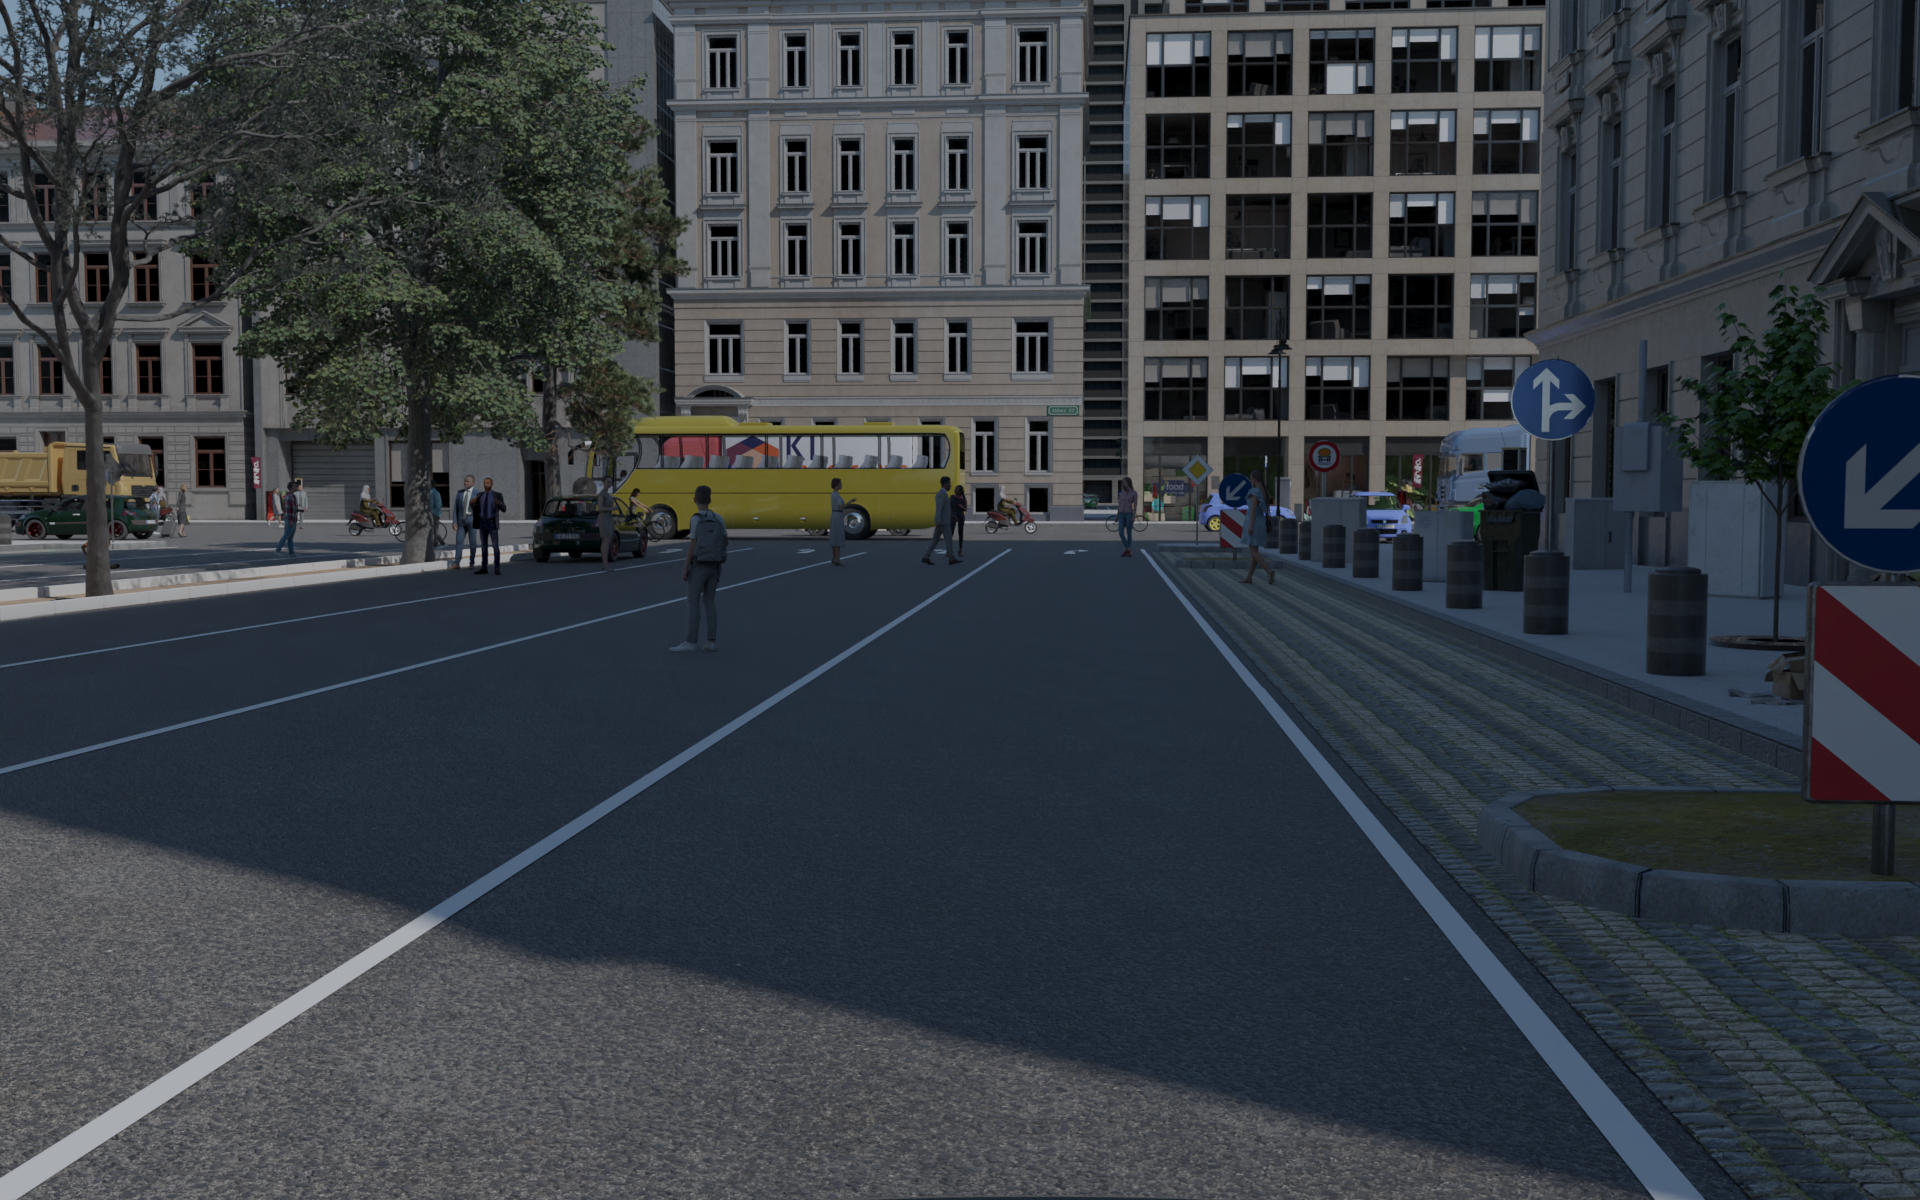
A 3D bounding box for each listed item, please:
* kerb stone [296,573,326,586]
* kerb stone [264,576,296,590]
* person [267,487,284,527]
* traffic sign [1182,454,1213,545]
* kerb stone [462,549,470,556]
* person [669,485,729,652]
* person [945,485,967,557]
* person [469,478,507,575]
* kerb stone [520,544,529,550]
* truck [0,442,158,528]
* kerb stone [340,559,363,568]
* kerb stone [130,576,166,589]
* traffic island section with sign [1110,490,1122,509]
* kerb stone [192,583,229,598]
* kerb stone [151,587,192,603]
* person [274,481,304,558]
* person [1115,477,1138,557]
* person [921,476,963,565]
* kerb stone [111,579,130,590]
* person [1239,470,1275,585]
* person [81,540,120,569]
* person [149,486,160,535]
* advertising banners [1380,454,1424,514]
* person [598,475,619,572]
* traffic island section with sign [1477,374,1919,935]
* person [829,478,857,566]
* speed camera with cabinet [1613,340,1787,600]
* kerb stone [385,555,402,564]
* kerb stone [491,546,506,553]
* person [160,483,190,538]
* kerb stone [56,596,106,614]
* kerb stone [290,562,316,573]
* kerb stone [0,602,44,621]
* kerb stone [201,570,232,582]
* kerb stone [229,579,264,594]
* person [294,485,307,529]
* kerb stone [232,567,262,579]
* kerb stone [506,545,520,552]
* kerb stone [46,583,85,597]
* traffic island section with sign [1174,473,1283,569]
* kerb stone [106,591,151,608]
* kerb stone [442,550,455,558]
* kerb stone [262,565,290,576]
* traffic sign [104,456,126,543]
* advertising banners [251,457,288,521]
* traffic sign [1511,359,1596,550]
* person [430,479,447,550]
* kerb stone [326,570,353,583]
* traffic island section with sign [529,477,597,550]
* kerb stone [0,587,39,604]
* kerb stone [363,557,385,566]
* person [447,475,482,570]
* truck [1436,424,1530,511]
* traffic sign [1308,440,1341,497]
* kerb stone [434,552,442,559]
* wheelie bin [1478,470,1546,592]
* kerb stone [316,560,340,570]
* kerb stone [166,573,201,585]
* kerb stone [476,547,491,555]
[{"bbox_3d":[-10.318,-0.310,27.313,0.120,0.150,1.000,0,4,4],"label":"kerb stone"},{"bbox_3d":[-10.405,-0.250,26.290,0.120,0.150,1.000,0,4,4],"label":"kerb stone"},{"bbox_3d":[-29.425,-3.989,74.478,0.466,1.731,0.760,2,4,28],"label":"person"},{"bbox_3d":[5.968,-2.442,43.576,0.795,2.450,0.064,0,4,4],"label":"traffic sign"},{"bbox_3d":[-11.443,-1.079,39.839,0.120,0.150,1.000,0,4,4],"label":"kerb stone"},{"bbox_3d":[-2.358,-0.288,15.800,0.523,1.515,0.503,0,4,8],"label":"person"},{"bbox_3d":[-0.096,-1.818,39.689,0.593,1.643,0.415,-3,5,-43],"label":"person"},{"bbox_3d":[-8.378,-1.308,30.702,0.655,1.722,0.431,1,4,14],"label":"person"},{"bbox_3d":[-11.114,-1.330,43.936,0.120,0.150,1.000,0,4,4],"label":"kerb stone"},{"bbox_3d":[-34.777,-4.259,65.563,9.791,3.379,3.469,0,4,5],"label":"truck"},{"bbox_3d":[-11.925,-0.703,33.685,0.120,0.150,1.000,0,4,4],"label":"kerb stone"},{"bbox_3d":[-12.499,-0.261,26.470,0.120,0.150,1.000,0,4,4],"label":"kerb stone"},{"bbox_3d":[17.742,-11.253,192.612,1.989,1.847,2.006,0,4,4],"label":"traffic island section with sign"},{"bbox_3d":[-10.568,-0.125,24.234,0.120,0.150,1.000,0,4,4],"label":"kerb stone"},{"bbox_3d":[-10.649,-0.062,23.202,0.120,0.150,1.000,0,4,4],"label":"kerb stone"},{"bbox_3d":[-15.137,-1.818,39.067,0.643,1.720,0.563,-1,4,-14],"label":"person"},{"bbox_3d":[3.785,-1.899,39.562,0.555,1.821,0.388,2,4,28],"label":"person"},{"bbox_3d":[-0.365,-1.609,35.081,0.850,1.792,0.678,-1,4,-9],"label":"person"},{"bbox_3d":[-12.574,-0.198,25.446,0.120,0.150,1.000,0,4,4],"label":"kerb stone"},{"bbox_3d":[4.755,-1.154,27.466,0.616,1.811,0.778,-3,4,-37],"label":"person"},{"bbox_3d":[-16.445,-0.988,32.939,0.655,0.850,0.859,3,4,38],"label":"person"},{"bbox_3d":[-28.535,-3.190,61.376,0.376,1.734,0.841,-1,4,-17],"label":"person"},{"bbox_3d":[19.186,-4.841,75.343,2.074,3.025,0.090,0,4,-6],"label":"advertising banners"},{"bbox_3d":[-6.529,-1.424,32.119,0.374,1.781,0.599,0,4,3],"label":"person"},{"bbox_3d":[3.073,0.128,6.530,1.989,1.847,2.006,0,4,4],"label":"traffic island section with sign"},{"bbox_3d":[-2.367,-1.565,34.656,0.524,1.755,0.480,-1,4,-22],"label":"person"},{"bbox_3d":[9.333,-1.685,21.885,0.660,3.252,2.038,-3,4,-37],"label":"speed camera with cabinet"},{"bbox_3d":[-11.767,-0.823,35.736,0.120,0.150,1.000,0,4,4],"label":"kerb stone"},{"bbox_3d":[-11.282,-1.205,41.890,0.120,0.150,1.000,0,4,4],"label":"kerb stone"},{"bbox_3d":[-25.660,-2.932,56.660,0.699,1.804,1.509,1,4,12],"label":"person"},{"bbox_3d":[-10.808,0.064,21.155,0.120,0.150,1.000,0,4,4],"label":"kerb stone"},{"bbox_3d":[-12.093,-0.576,31.613,0.120,0.150,1.000,0,4,4],"label":"kerb stone"},{"bbox_3d":[-10.887,0.127,20.121,0.120,0.150,1.000,0,4,4],"label":"kerb stone"},{"bbox_3d":[-12.337,-0.388,28.535,0.120,0.150,1.000,0,4,4],"label":"kerb stone"},{"bbox_3d":[-10.485,-0.186,25.265,0.120,0.150,1.000,0,4,4],"label":"kerb stone"},{"bbox_3d":[-27.002,-3.803,70.781,0.635,1.810,0.391,-3,5,-40],"label":"person"},{"bbox_3d":[-12.250,-0.450,29.558,0.120,0.150,1.000,0,4,4],"label":"kerb stone"},{"bbox_3d":[-11.191,-1.267,42.912,0.120,0.150,1.000,0,4,4],"label":"kerb stone"},{"bbox_3d":[-12.650,-0.133,24.418,0.120,0.150,1.000,0,4,4],"label":"kerb stone"},{"bbox_3d":[5.225,-1.546,33.899,1.989,1.847,2.006,0,4,4],"label":"traffic island section with sign"},{"bbox_3d":[-10.725,0.003,22.178,0.120,0.150,1.000,0,4,4],"label":"kerb stone"},{"bbox_3d":[-11.525,-1.007,38.809,0.120,0.150,1.000,0,4,4],"label":"kerb stone"},{"bbox_3d":[-12.173,-0.508,30.584,0.120,0.150,1.000,0,4,4],"label":"kerb stone"},{"bbox_3d":[-22.437,-2.580,45.827,0.795,2.450,0.064,0,4,4],"label":"traffic sign"},{"bbox_3d":[-32.739,-5.263,82.238,0.090,3.025,2.074,2,4,32],"label":"advertising banners"},{"bbox_3d":[5.602,-0.999,16.435,0.768,2.556,0.104,1,4,11],"label":"traffic sign"},{"bbox_3d":[-13.524,-2.213,44.696,0.620,1.820,0.660,0,4,1],"label":"person"},{"bbox_3d":[-10.241,-0.375,28.337,0.120,0.150,1.000,0,4,4],"label":"kerb stone"},{"bbox_3d":[-9.962,-2.263,45.144,2.006,1.907,1.989,0,4,4],"label":"traffic island section with sign"},{"bbox_3d":[-12.740,-0.073,23.395,0.120,0.150,1.000,0,4,4],"label":"kerb stone"},{"bbox_3d":[-11.843,-0.758,34.712,0.120,0.150,1.000,0,4,4],"label":"kerb stone"},{"bbox_3d":[-9.384,-1.485,32.969,0.721,1.800,0.419,0,4,-3],"label":"person"},{"bbox_3d":[27.205,-4.672,66.149,18.799,4.110,2.967,0,4,3],"label":"truck"},{"bbox_3d":[8.622,-2.504,41.046,0.768,2.556,0.104,0,4,7],"label":"traffic sign"},{"bbox_3d":[-11.600,-0.946,37.785,0.120,0.150,1.000,0,4,4],"label":"kerb stone"},{"bbox_3d":[7.320,-0.922,22.980,0.980,1.594,0.693,3,5,43],"label":"wheelie bin"},{"bbox_3d":[-12.010,-0.640,32.655,0.120,0.150,1.000,0,4,4],"label":"kerb stone"},{"bbox_3d":[-12.413,-0.325,27.501,0.120,0.150,1.000,0,4,4],"label":"kerb stone"},{"bbox_3d":[-11.368,-1.142,40.863,0.120,0.150,1.000,0,4,4],"label":"kerb stone"}]
